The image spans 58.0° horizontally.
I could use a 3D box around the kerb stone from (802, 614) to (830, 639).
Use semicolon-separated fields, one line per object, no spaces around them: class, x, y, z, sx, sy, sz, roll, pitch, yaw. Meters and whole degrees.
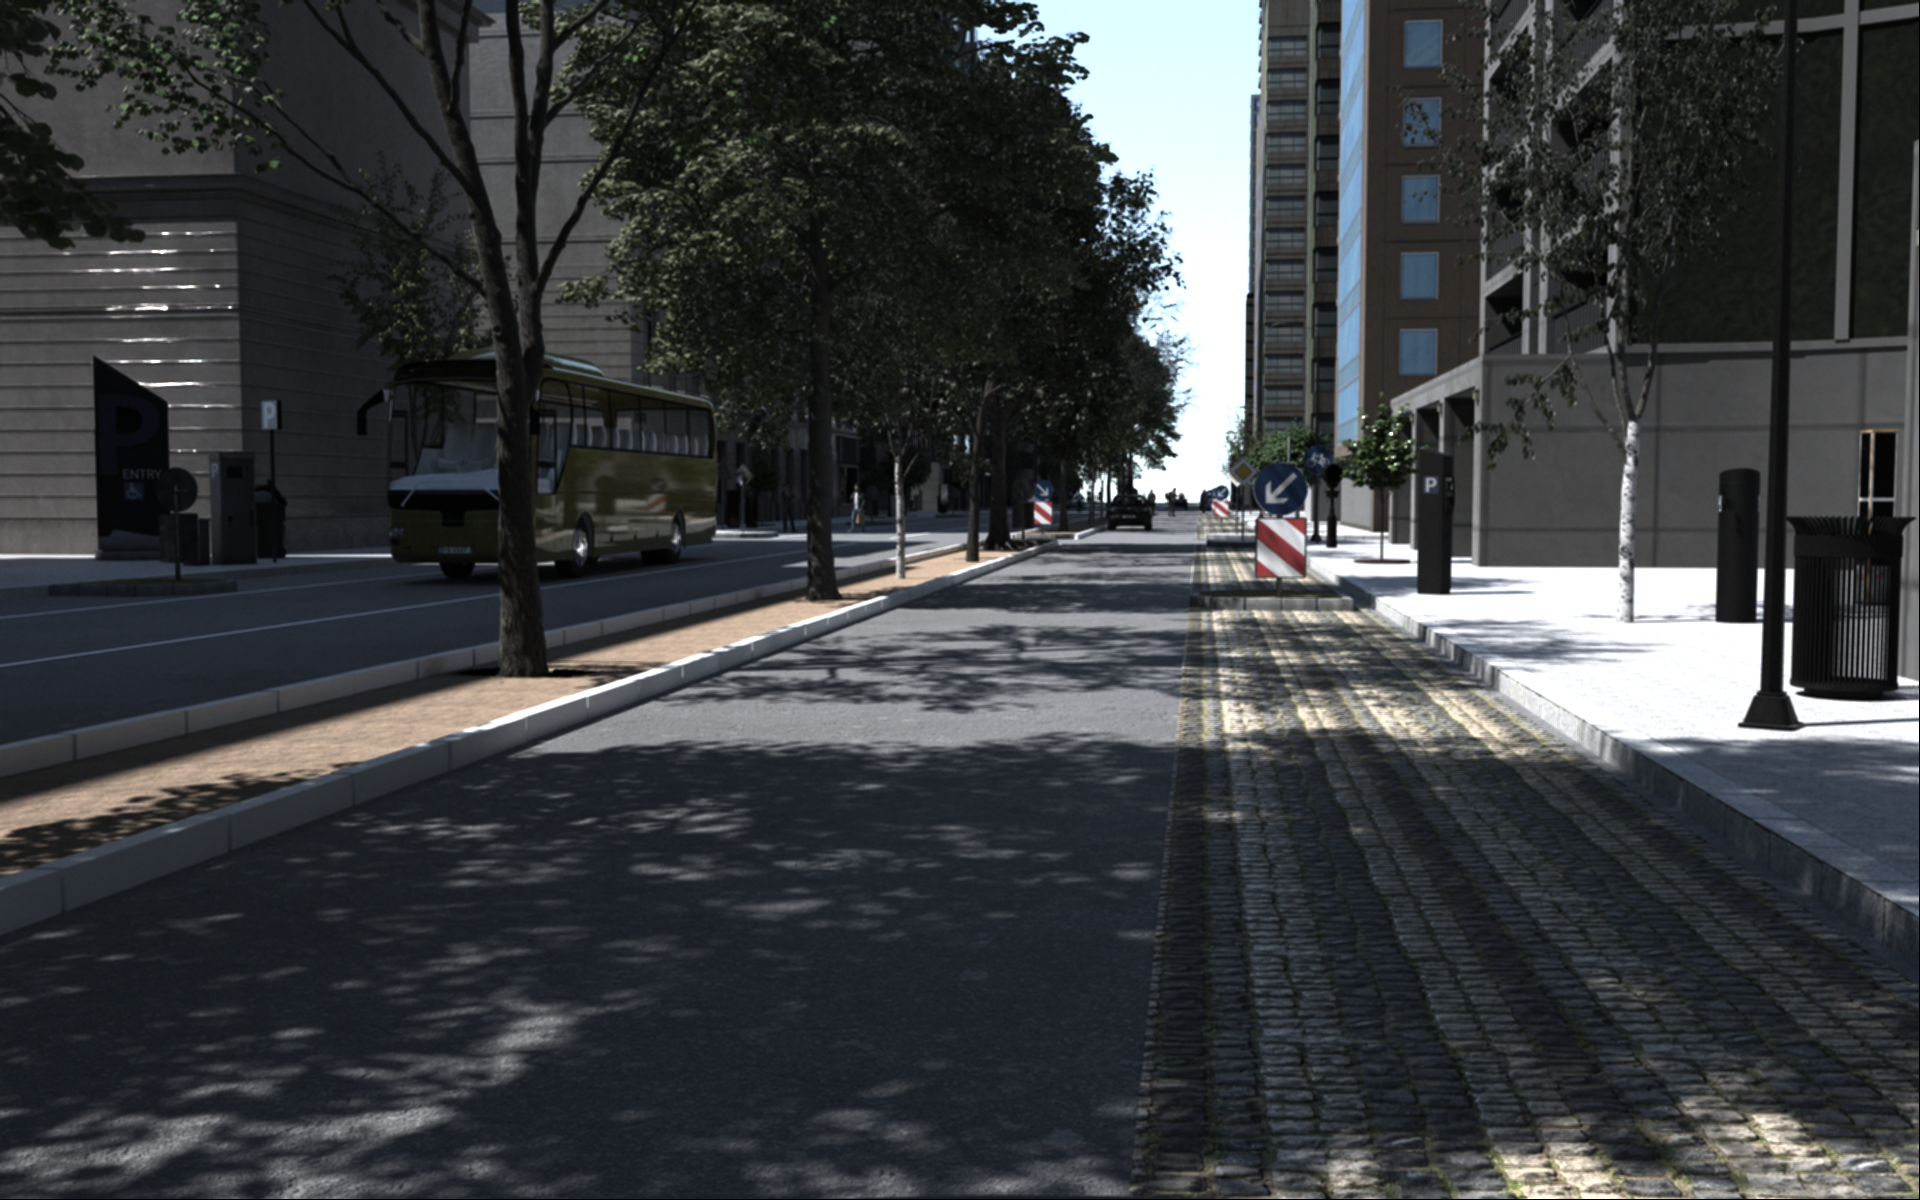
kerb stone;-1.511;0.282;17.608;0.120;0.150;1.000;0;4;8

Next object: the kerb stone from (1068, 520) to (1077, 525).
kerb stone;5.353;-3.684;82.428;0.120;0.150;1.000;0;4;8

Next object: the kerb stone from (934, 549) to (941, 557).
kerb stone;-0.630;-1.043;39.242;0.120;0.150;1.000;0;4;8

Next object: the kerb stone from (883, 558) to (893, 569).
kerb stone;-1.483;-0.669;33.128;0.120;0.150;1.000;0;4;8

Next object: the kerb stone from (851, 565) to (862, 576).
kerb stone;-1.908;-0.479;30.082;0.120;0.150;1.000;0;4;8

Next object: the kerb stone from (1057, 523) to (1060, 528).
kerb stone;3.952;-3.060;72.292;0.120;0.150;1.000;0;4;8

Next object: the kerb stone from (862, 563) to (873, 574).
kerb stone;-1.761;-0.545;31.099;0.120;0.150;1.000;0;4;8

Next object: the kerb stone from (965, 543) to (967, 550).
kerb stone;0.073;-1.347;44.317;0.120;0.150;1.000;0;4;8

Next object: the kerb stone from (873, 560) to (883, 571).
kerb stone;-1.628;-0.606;32.114;0.120;0.150;1.000;0;4;8

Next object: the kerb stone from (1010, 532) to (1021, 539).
kerb stone;1.831;-2.131;57.040;0.120;0.150;1.000;0;4;8

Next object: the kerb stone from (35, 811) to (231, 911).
kerb stone;-3.058;0.963;6.445;0.120;0.150;1.000;0;4;8

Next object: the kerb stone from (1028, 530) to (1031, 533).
kerb stone;2.253;-2.317;60.086;0.120;0.150;1.000;0;4;8

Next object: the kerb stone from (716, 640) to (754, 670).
kerb stone;-1.936;0.472;14.559;0.120;0.150;1.000;0;4;8

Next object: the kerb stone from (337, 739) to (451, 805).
kerb stone;-2.777;0.841;8.477;0.120;0.150;1.000;0;4;8

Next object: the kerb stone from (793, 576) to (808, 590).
kerb stone;-2.462;-0.230;26.012;0.120;0.150;1.000;0;4;8

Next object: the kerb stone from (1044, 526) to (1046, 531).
kerb stone;3.097;-2.690;66.182;0.120;0.150;1.000;0;4;8

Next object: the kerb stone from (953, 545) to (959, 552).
kerb stone;-0.210;-1.229;42.284;0.120;0.150;1.000;0;4;8

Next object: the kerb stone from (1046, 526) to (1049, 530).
kerb stone;3.238;-2.753;67.211;0.120;0.150;1.000;0;4;8

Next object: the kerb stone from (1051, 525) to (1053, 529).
kerb stone;3.532;-2.877;69.244;0.120;0.150;1.000;0;4;8

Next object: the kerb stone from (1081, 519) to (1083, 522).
kerb stone;5.923;-3.932;86.476;0.120;0.150;1.000;0;4;8

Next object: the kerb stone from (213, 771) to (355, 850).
kerb stone;-2.918;0.905;7.465;0.120;0.150;1.000;0;4;8

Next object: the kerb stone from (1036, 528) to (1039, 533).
kerb stone;2.687;-2.504;63.132;0.120;0.150;1.000;0;4;8

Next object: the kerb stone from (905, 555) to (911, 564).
kerb stone;-1.194;-0.793;35.168;0.120;0.150;1.000;0;4;8

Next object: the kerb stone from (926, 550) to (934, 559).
kerb stone;-0.773;-0.980;38.224;0.120;0.150;1.000;0;4;8

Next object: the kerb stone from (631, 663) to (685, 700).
kerb stone;-2.216;0.595;12.528;0.120;0.150;1.000;0;4;8

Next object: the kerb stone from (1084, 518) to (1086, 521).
kerb stone;6.199;-4.048;88.502;0.120;0.150;1.000;0;4;8

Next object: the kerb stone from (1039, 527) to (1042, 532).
kerb stone;2.822;-2.566;64.152;0.120;0.150;1.000;0;4;8

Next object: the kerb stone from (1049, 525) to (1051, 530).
kerb stone;3.388;-2.815;68.224;0.120;0.150;1.000;0;4;8

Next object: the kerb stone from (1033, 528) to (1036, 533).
kerb stone;2.536;-2.442;62.119;0.120;0.150;1.000;0;4;8

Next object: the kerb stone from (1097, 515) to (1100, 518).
kerb stone;8.161;-4.920;102.695;0.120;0.150;1.000;0;4;8

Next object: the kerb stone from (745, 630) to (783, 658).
kerb stone;-1.792;0.405;15.571;0.120;0.150;1.000;0;4;8

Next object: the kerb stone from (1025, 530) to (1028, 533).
kerb stone;2.120;-2.251;59.073;0.120;0.150;1.000;0;4;8

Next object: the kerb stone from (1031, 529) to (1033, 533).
kerb stone;2.394;-2.378;61.102;0.120;0.150;1.000;0;4;8

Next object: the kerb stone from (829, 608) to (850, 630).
kerb stone;-1.368;0.227;18.624;0.120;0.150;1.000;0;4;8

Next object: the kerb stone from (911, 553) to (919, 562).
kerb stone;-1.052;-0.856;36.193;0.120;0.150;1.000;0;4;8

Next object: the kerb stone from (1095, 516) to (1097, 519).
kerb stone;7.468;-4.614;97.627;0.120;0.150;1.000;0;4;8

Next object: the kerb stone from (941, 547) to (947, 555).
kerb stone;-0.495;-1.103;40.260;0.120;0.150;1.000;0;4;8

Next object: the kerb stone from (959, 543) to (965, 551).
kerb stone;-0.069;-1.289;43.302;0.120;0.150;1.000;0;4;8

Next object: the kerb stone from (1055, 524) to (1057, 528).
kerb stone;3.806;-3.002;71.280;0.120;0.150;1.000;0;4;8

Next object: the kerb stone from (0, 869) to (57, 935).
kerb stone;-3.201;1.027;5.432;0.120;0.150;1.000;0;4;8

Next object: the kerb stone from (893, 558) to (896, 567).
kerb stone;-1.345;-0.731;34.141;0.120;0.150;1.000;0;4;8

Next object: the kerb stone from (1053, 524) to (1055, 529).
kerb stone;3.658;-2.940;70.266;0.120;0.150;1.000;0;4;8

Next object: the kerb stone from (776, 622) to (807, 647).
kerb stone;-1.656;0.343;16.584;0.120;0.150;1.000;0;4;8

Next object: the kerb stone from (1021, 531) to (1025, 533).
kerb stone;1.979;-2.190;58.057;0.120;0.150;1.000;0;4;8

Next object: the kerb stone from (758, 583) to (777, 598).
kerb stone;-2.745;-0.109;23.984;0.120;0.150;1.000;0;4;8

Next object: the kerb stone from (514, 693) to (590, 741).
kerb stone;-2.494;0.715;10.502;0.120;0.150;1.000;0;4;8

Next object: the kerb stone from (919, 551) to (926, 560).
kerb stone;-0.913;-0.915;37.206;0.120;0.150;1.000;0;4;8

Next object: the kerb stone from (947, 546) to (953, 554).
kerb stone;-0.354;-1.158;41.272;0.120;0.150;1.000;0;4;8

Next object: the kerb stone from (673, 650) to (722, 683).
kerb stone;-2.075;0.529;13.546;0.120;0.150;1.000;0;4;8

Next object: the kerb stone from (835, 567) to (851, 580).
kerb stone;-2.035;-0.420;29.067;0.120;0.150;1.000;0;4;8

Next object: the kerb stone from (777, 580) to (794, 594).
kerb stone;-2.606;-0.164;25.000;0.120;0.150;1.000;0;4;8

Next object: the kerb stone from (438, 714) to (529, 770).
kerb stone;-2.627;0.779;9.489;0.120;0.150;1.000;0;4;8

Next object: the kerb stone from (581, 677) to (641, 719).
kerb stone;-2.354;0.656;11.515;0.120;0.150;1.000;0;4;8

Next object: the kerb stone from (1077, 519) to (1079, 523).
kerb stone;5.495;-3.745;83.440;0.120;0.150;1.000;0;4;8
